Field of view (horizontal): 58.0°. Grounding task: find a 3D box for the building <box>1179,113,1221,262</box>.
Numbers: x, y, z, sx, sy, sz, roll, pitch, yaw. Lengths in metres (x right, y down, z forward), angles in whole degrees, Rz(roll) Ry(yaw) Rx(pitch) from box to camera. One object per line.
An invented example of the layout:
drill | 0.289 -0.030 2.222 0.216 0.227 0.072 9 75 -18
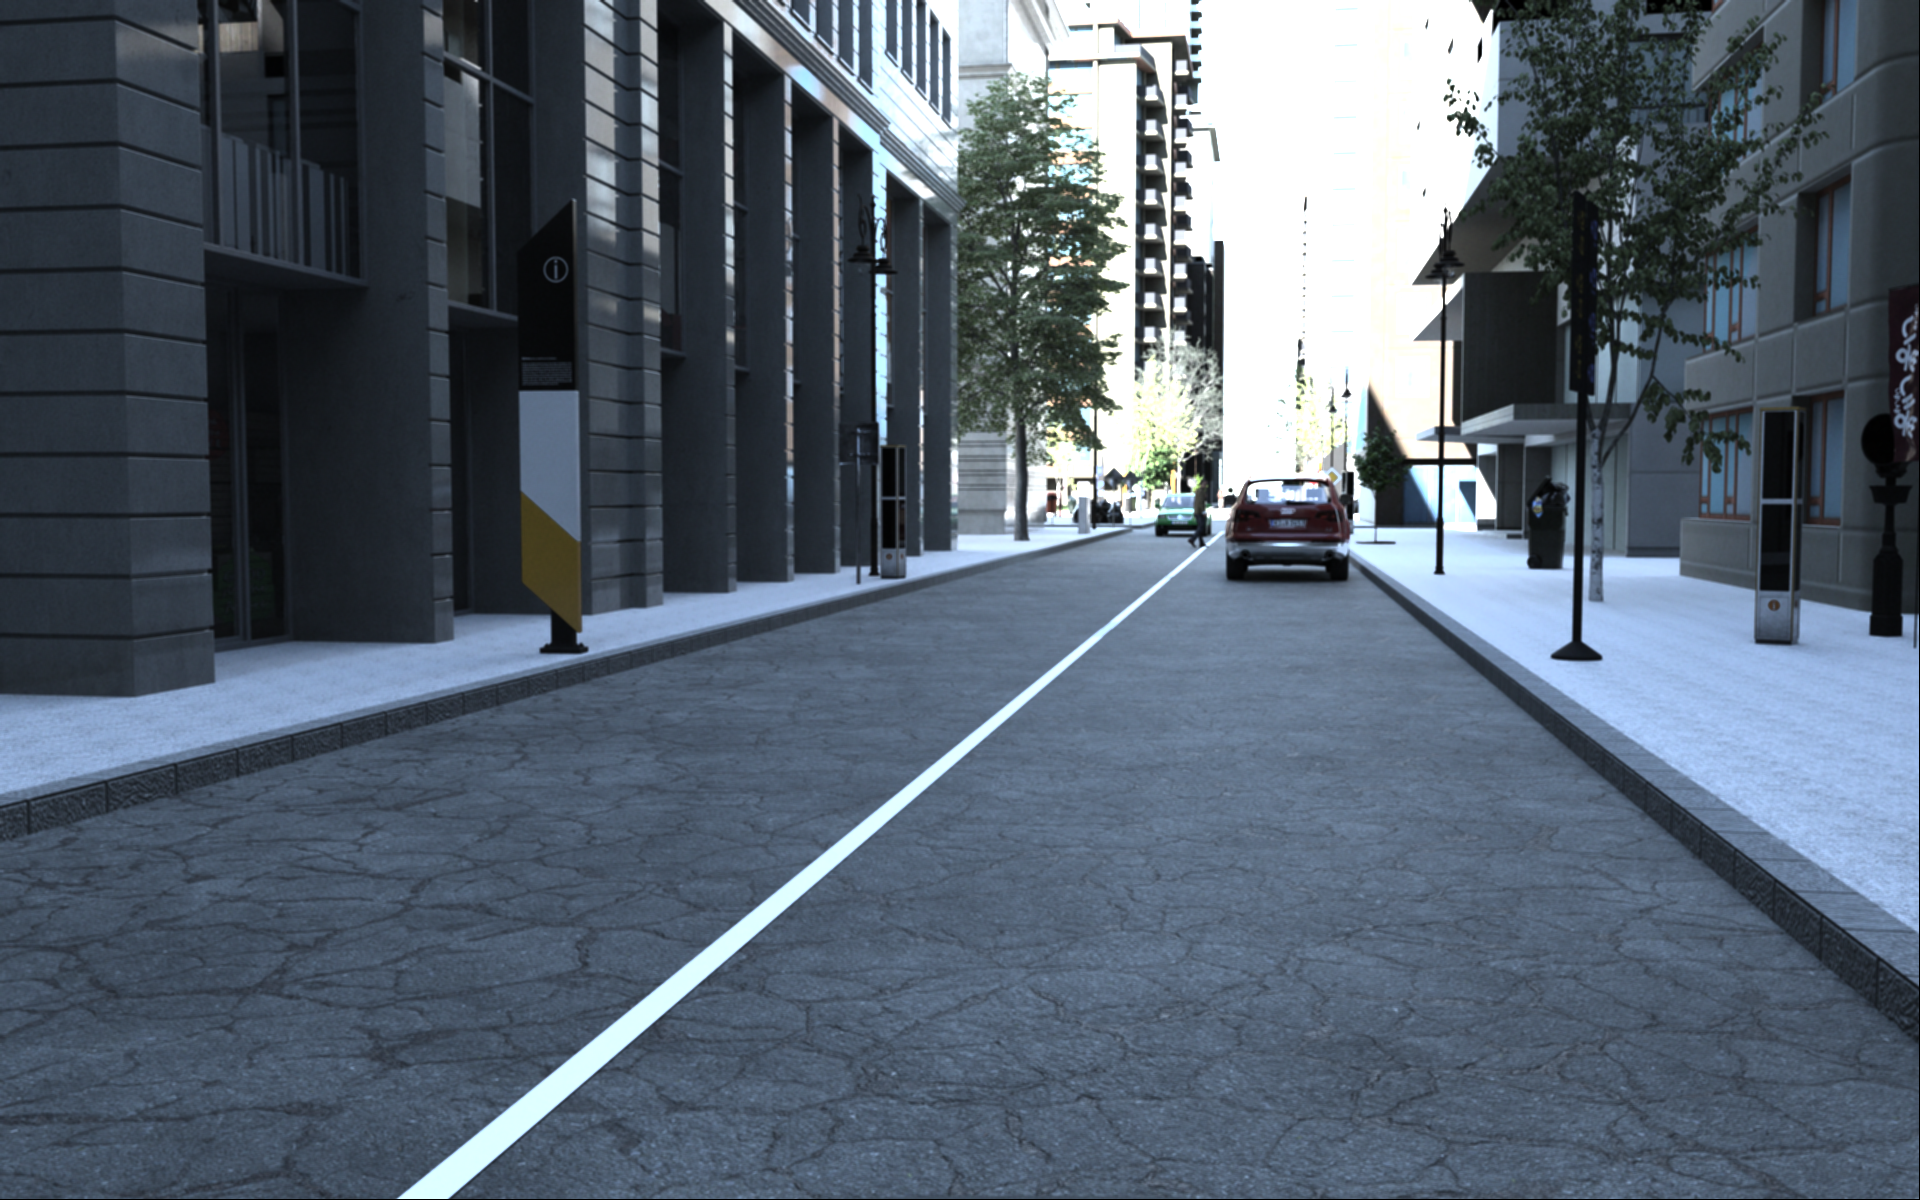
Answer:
building | 22.058 -40.156 245.787 28.713 52.752 27.495 1 4 10

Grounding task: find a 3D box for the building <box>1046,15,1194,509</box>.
building | 10.471 -31.099 163.099 22.147 44.769 28.867 1 4 10

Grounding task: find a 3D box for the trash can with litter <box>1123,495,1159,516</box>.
trash can with litter | 10.439 -5.677 103.883 2.233 1.210 1.678 -3 4 -37

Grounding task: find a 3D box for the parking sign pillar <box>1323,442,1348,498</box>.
parking sign pillar | 19.413 -6.201 89.860 1.447 3.967 1.447 3 4 37

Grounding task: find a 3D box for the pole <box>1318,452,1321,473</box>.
pole | 17.379 -5.490 83.605 0.158 3.312 0.155 0 3 0

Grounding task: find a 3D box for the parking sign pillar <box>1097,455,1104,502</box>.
parking sign pillar | 9.669 -7.980 118.937 1.447 3.967 1.447 0 4 2

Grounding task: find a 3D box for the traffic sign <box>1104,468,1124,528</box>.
traffic sign | 5.772 -3.753 65.003 0.795 2.450 0.064 1 4 10

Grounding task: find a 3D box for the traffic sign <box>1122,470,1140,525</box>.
traffic sign | 7.173 -4.234 72.865 0.795 2.450 0.064 1 4 10

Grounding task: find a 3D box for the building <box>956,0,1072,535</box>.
building | -7.321 -13.710 60.319 21.152 22.565 11.583 1 4 10

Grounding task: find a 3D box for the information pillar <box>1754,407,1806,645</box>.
information pillar | 7.016 -0.632 14.817 0.304 2.012 0.304 3 4 36

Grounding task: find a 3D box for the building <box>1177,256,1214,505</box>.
building | 23.206 -26.723 208.627 14.160 30.474 14.107 1 4 10

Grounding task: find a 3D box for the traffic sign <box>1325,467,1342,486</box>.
traffic sign | 13.639 -3.666 63.586 0.795 2.450 0.064 1 4 10

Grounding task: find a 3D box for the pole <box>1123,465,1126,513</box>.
pole | 11.406 -7.713 119.956 0.158 3.312 0.155 0 3 0

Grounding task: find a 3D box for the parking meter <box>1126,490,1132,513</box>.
parking meter | 11.348 -6.603 116.364 0.372 1.533 0.369 0 3 0

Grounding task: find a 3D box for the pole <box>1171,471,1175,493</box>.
pole | 16.393 -8.544 133.541 0.158 3.312 0.155 0 3 0

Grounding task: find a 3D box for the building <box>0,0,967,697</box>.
building | -7.929 -15.165 25.435 11.434 29.767 29.804 1 4 10

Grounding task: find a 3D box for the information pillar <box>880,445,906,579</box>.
information pillar | -1.014 -1.332 26.273 0.304 2.012 0.304 1 4 23

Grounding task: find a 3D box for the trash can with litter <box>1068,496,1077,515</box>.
trash can with litter | 7.086 -5.824 106.609 0.624 1.170 1.055 -2 4 -33

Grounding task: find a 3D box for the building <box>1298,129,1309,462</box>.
building | 48.792 -32.614 187.864 22.147 44.769 28.867 1 4 10

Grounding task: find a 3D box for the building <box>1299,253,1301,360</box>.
building | 59.064 -36.017 243.494 22.147 44.769 28.867 1 4 10

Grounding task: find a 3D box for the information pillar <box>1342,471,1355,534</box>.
information pillar | 12.431 -3.120 55.502 0.304 2.012 0.304 -1 4 -15

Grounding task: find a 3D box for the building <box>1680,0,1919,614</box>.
building | 22.454 -10.095 10.099 27.650 21.520 28.899 1 4 10

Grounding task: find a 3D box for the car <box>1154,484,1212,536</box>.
car | 7.793 -3.147 60.253 1.959 1.807 4.718 1 4 11

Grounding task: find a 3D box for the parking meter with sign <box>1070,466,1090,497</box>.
parking meter with sign | 7.756 -6.850 108.252 1.738 3.016 0.543 0 4 -7

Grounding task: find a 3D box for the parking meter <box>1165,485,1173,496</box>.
parking meter | 12.550 -6.015 104.053 0.399 1.863 0.255 -3 4 -36

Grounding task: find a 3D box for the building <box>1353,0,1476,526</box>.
building | 24.558 -25.922 73.940 14.200 45.320 14.600 1 4 10

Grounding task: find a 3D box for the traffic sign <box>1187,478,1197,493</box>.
traffic sign | 17.975 -8.195 134.088 0.768 2.556 0.104 1 4 11

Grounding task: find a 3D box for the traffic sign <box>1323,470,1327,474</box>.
traffic sign | 15.040 -4.147 71.448 0.795 2.450 0.064 1 4 10

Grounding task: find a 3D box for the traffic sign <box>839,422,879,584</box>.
traffic sign | -1.443 -1.375 24.611 0.606 2.300 0.079 1 4 18

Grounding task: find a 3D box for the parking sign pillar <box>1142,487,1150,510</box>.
parking sign pillar | 14.180 -9.016 135.878 1.447 3.967 1.447 3 5 42

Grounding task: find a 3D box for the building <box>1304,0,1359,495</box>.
building | 42.687 -37.756 159.307 21.231 58.520 28.212 1 4 10

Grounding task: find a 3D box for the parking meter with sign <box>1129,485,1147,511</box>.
parking meter with sign | 13.702 -8.406 133.693 0.543 3.016 1.738 -3 5 -45

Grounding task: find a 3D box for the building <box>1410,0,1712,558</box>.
building | 26.830 -27.879 45.064 28.713 52.752 27.495 1 4 10

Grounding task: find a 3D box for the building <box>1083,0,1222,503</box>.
building | 30.450 -58.742 273.096 22.319 86.520 31.000 1 4 10

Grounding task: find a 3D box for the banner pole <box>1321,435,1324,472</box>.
banner pole | 15.203 -5.057 72.694 0.401 3.779 0.863 1 4 8

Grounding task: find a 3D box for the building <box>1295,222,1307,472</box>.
building | 67.086 -40.698 289.111 21.300 48.544 21.600 1 4 10

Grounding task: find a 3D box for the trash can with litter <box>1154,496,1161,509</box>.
trash can with litter | 16.696 -8.135 144.394 1.055 1.170 0.624 0 4 6

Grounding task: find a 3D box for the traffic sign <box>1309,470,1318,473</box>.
traffic sign | 18.900 -5.655 92.557 0.768 2.556 0.104 1 4 11

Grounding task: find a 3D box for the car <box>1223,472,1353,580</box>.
car | 5.761 -1.334 30.481 2.281 1.827 5.304 1 4 11

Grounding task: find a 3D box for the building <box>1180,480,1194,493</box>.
building | 10.028 -30.480 190.230 32.217 40.220 23.993 1 4 10

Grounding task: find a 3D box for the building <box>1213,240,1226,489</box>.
building | 38.129 -39.498 295.903 14.600 45.320 14.200 1 4 10

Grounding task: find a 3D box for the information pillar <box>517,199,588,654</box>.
information pillar | -3.284 -1.380 13.911 0.504 3.616 0.183 0 4 8

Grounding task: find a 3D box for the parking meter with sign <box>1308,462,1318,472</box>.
parking meter with sign | 19.493 -6.094 95.896 0.543 3.016 1.738 1 4 9

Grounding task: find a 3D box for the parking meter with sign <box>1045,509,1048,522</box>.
parking meter with sign | 3.594 -5.108 79.780 0.543 3.016 1.738 1 4 20
